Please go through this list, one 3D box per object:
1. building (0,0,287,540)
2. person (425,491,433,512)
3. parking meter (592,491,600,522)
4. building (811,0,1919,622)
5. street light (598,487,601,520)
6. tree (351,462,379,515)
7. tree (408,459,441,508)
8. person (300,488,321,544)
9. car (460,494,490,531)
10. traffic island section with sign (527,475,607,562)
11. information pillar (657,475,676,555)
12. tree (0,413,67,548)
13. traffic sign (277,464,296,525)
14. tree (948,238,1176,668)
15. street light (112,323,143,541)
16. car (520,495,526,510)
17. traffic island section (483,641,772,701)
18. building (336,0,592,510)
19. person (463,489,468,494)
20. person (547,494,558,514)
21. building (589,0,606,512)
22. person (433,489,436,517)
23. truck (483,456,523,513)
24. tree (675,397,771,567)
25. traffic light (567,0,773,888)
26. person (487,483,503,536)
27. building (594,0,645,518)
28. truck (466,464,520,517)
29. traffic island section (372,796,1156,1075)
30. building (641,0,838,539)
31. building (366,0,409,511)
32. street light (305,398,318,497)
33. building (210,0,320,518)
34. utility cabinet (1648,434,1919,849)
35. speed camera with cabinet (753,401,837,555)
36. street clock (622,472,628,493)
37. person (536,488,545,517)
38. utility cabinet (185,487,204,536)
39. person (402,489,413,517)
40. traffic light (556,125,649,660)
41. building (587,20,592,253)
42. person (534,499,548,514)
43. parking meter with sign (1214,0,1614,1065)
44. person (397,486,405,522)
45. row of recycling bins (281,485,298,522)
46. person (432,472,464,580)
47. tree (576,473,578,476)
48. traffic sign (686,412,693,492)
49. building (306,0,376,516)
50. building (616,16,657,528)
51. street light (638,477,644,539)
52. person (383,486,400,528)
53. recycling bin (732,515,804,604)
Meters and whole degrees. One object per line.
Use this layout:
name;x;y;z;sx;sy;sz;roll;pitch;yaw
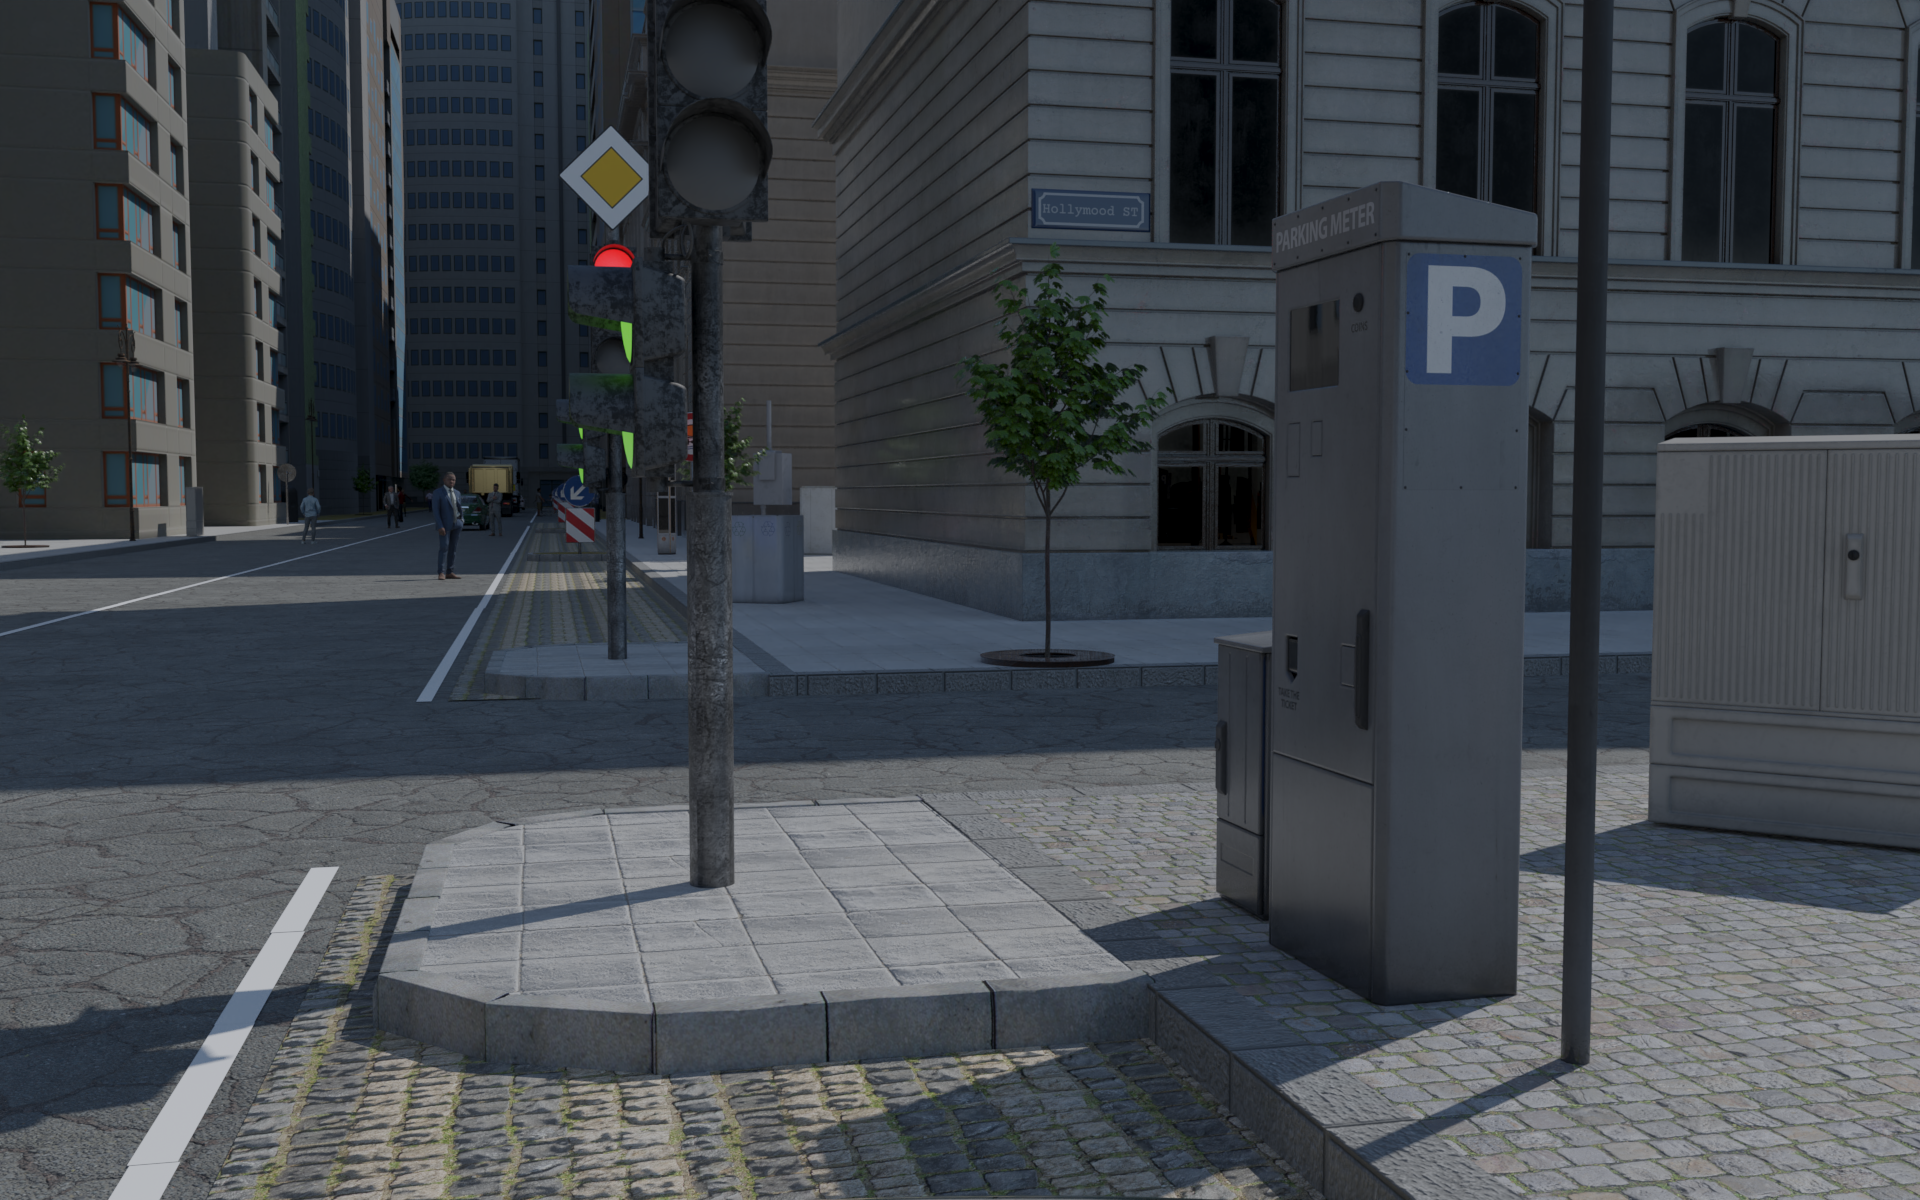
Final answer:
building;-40.119;-13.112;59.423;27.650;21.520;28.899;-1;4;-13
person;-41.949;-7.799;136.945;0.756;1.711;0.436;-3;4;-36
parking meter;-16.741;-4.354;79.591;0.372;1.533;0.369;0;3;0
building;15.907;-12.630;25.581;34.723;24.649;14.460;-1;4;-13
street light;-17.912;-6.911;85.783;0.468;5.910;1.993;-1;4;-13
tree;-36.361;-6.807;105.900;1.663;3.219;1.824;0;3;0
tree;-49.263;-10.744;159.375;4.285;4.588;4.351;0;3;0
person;-18.670;-2.417;49.823;0.589;1.601;0.330;0;4;2
car;-19.804;-3.511;69.202;2.131;1.459;4.920;-1;4;-12
traffic island section with sign;-8.337;-1.761;37.415;1.989;1.847;2.006;-1;4;-13
information pillar;-6.213;-1.968;36.662;0.304;2.012;0.304;1;4;16
tree;-22.306;-2.855;41.283;1.663;3.219;1.824;0;3;0
traffic sign;-28.194;-4.431;72.555;0.768;2.556;0.104;-1;4;-10
tree;0.808;-1.137;13.189;1.663;3.219;1.824;0;3;0
street light;-22.572;-4.543;47.071;0.468;5.910;1.993;-1;4;-13
car;-39.945;-8.735;155.184;2.083;1.381;4.827;-1;4;-15
traffic island section;-2.642;0.538;13.481;2.009;0.180;2.903;-1;4;-13
building;-47.009;-38.845;177.109;28.212;58.520;21.231;-1;4;-13
person;-40.061;-8.053;140.263;1.348;1.812;0.705;0;4;-1
person;-29.172;-6.894;124.400;0.628;1.438;0.799;2;4;30
building;-18.134;-31.428;137.546;21.300;48.544;21.600;-1;4;-13
person;-32.669;-6.080;108.437;0.750;1.759;0.617;1;4;10
truck;-35.453;-8.900;134.431;2.839;4.237;11.283;-1;4;-13
tree;-4.048;-2.145;29.669;1.663;3.219;1.824;0;3;0
traffic light;-0.835;-1.019;5.588;0.839;4.253;0.868;-1;4;-13
person;-15.870;-3.083;59.083;0.511;1.800;0.466;0;4;-7
building;-13.546;-27.441;98.771;14.600;45.320;14.200;-1;4;-13
truck;-29.918;-7.025;110.777;3.469;3.379;9.791;-1;4;-14
traffic island section;-0.794;1.013;5.712;2.009;0.180;2.903;-1;4;-13
building;-2.982;-15.626;52.744;12.463;27.353;25.104;-1;4;-13
building;-54.986;-30.371;146.677;14.200;45.320;14.600;-1;4;-13
street light;-31.130;-6.758;83.280;0.468;5.910;1.993;-1;4;-13
building;-41.383;-24.748;88.231;14.154;41.232;14.086;-1;4;-13
utility cabinet;3.212;0.138;6.415;1.173;1.500;0.318;2;4;34
speed camera with cabinet;-3.329;-2.590;36.684;2.038;3.252;0.660;1;4;17
street clock;-10.991;-3.152;56.103;0.358;2.002;0.471;2;4;30
person;-26.632;-6.189;109.698;0.705;1.824;1.348;-2;4;-32
utility cabinet;-23.314;-2.694;52.733;0.318;1.500;1.173;-1;4;-14
person;-35.078;-6.117;109.038;1.217;1.766;0.721;-1;4;-11
traffic light;-2.684;-1.495;13.357;0.839;4.253;0.868;-1;4;-13
building;-25.892;-28.814;154.703;14.154;41.232;14.086;-1;4;-13
person;-30.604;-7.007;126.323;1.065;1.426;0.557;-1;4;-10
parking meter with sign;1.177;-0.512;4.626;0.543;3.016;1.738;-1;4;-15
person;-28.393;-4.846;87.688;0.705;1.831;1.348;0;4;6
row of recycling bins;-31.853;-4.362;78.437;3.534;1.692;1.069;-1;4;-16
person;-8.623;-1.251;29.143;0.419;1.800;0.721;2;4;26
tree;-34.960;-10.014;158.328;1.663;3.219;1.824;0;3;0
traffic sign;-4.170;-1.647;27.032;0.768;2.556;0.104;-1;4;-9
building;-49.211;-34.590;107.544;21.231;58.520;28.212;-1;4;-13
building;-8.451;-14.375;76.830;13.314;21.916;24.055;-1;4;-13
street light;-9.200;-4.710;49.798;0.468;5.910;1.993;-1;4;-13
person;-23.833;-3.903;72.712;0.661;1.777;0.834;-3;5;-40
recycling bin;-2.310;-0.492;20.606;0.722;1.027;0.722;1;4;17
